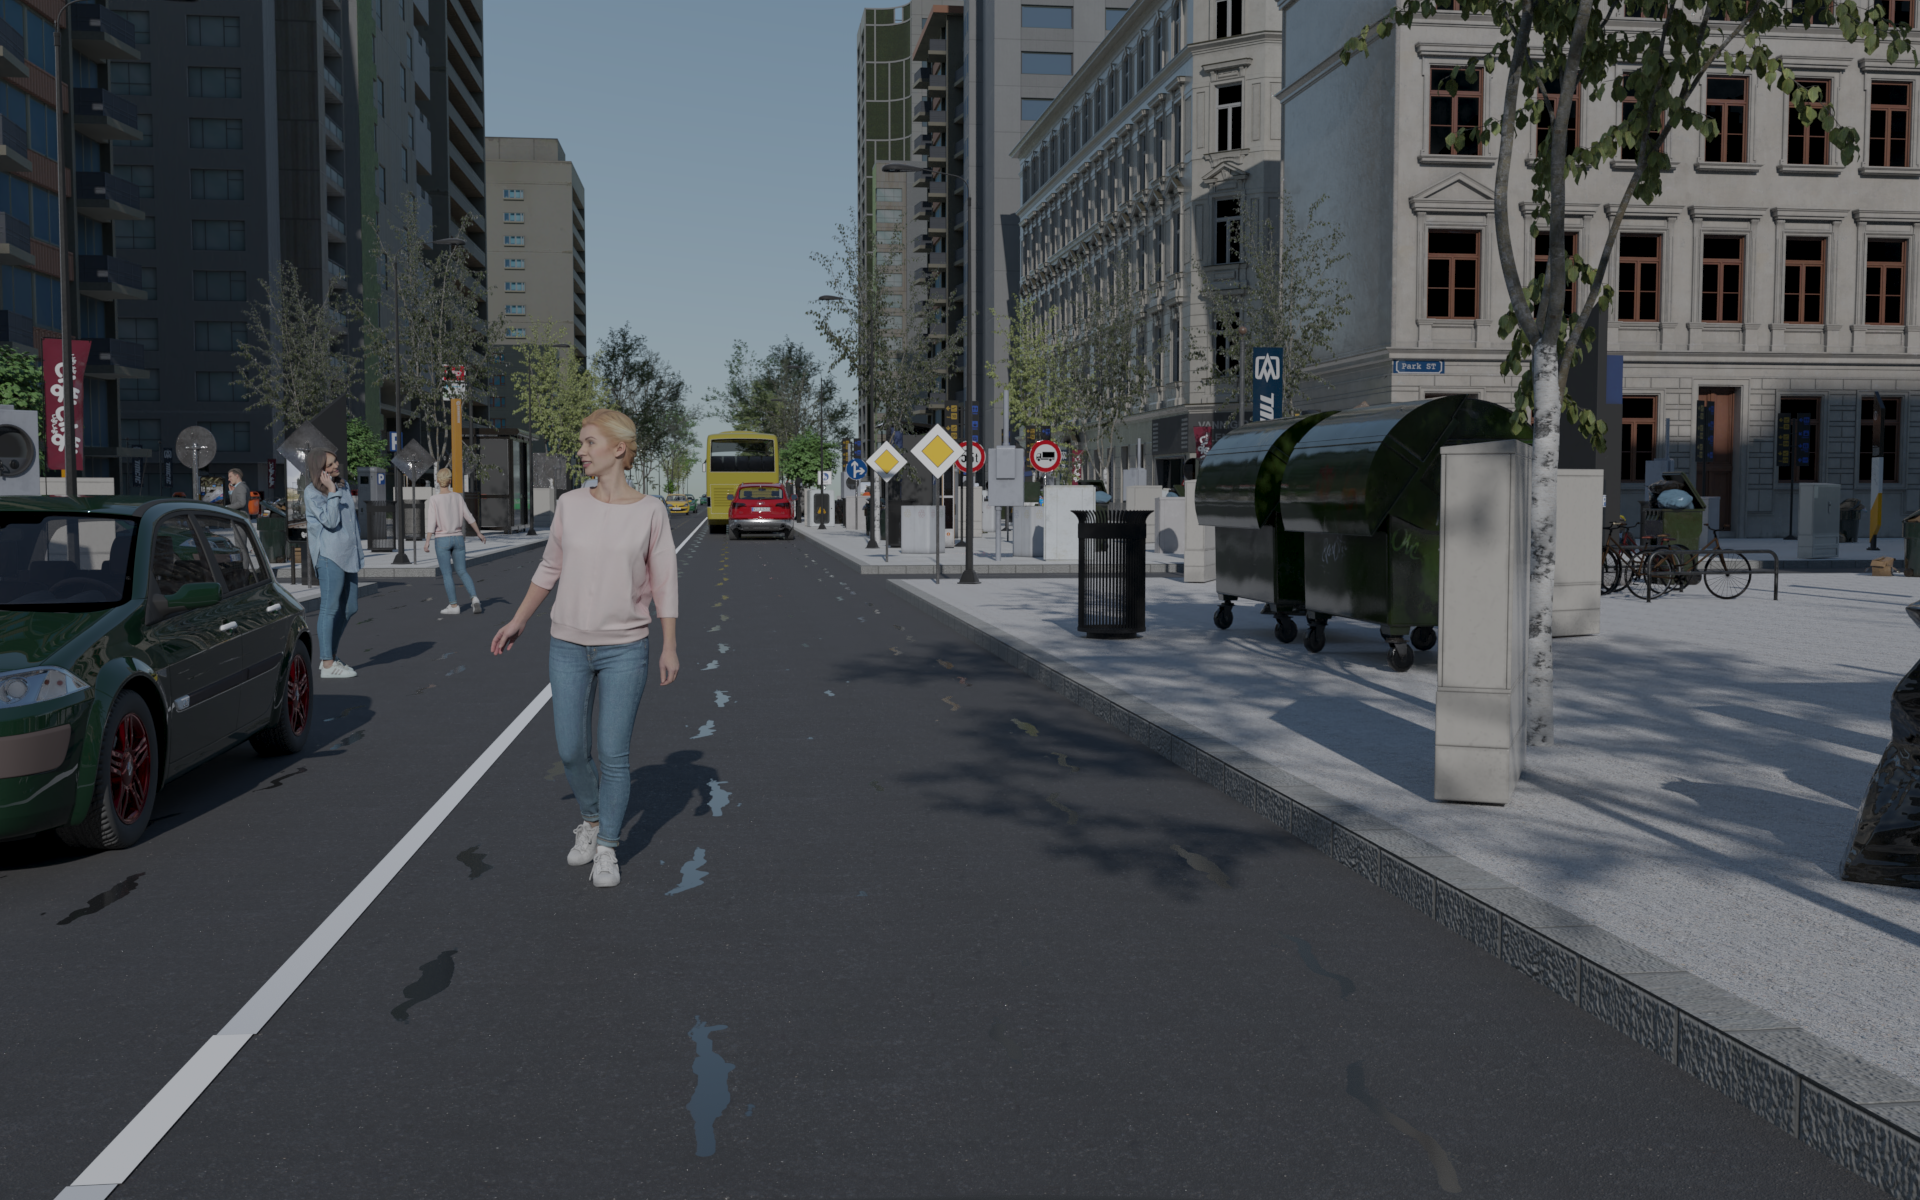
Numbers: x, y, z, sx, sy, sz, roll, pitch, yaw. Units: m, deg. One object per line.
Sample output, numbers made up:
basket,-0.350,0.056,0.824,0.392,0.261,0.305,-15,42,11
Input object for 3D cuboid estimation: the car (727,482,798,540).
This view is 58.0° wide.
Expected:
car,-6.327,-2.857,55.381,2.281,1.827,5.304,0,4,-6

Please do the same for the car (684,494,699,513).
car,-20.740,-7.255,130.422,2.131,1.459,4.920,0,4,-7

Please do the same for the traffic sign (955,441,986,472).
traffic sign,0.225,-2.523,41.353,0.768,2.556,0.104,0,4,-2

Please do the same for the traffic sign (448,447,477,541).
traffic sign,-13.468,-2.865,46.949,0.768,2.556,0.104,0,4,-7

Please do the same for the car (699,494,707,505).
car,-32.725,-13.010,224.518,2.131,1.459,4.920,0,4,-6

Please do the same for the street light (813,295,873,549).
street light,-2.604,-4.166,40.647,1.470,5.913,1.316,0,4,-8

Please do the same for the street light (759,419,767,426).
street light,-11.512,-8.221,106.952,1.470,5.913,1.316,0,4,-8

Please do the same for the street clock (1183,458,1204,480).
street clock,4.707,-1.836,34.596,0.471,2.002,0.358,3,5,43

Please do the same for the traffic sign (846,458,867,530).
traffic sign,-3.709,-3.791,62.087,0.768,2.556,0.104,0,4,-7

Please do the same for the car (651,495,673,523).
car,-12.497,-3.504,69.294,2.014,1.417,4.499,0,4,-8

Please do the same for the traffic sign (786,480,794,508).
traffic sign,-8.910,-5.662,92.579,0.884,2.594,0.081,0,4,-7

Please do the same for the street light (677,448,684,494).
street light,-28.749,-12.311,173.820,1.470,5.913,1.316,0,4,-8

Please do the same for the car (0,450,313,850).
car,-4.335,0.102,8.117,2.009,1.686,4.222,0,4,-7

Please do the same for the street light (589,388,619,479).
street light,-15.686,-6.337,76.152,1.470,5.913,1.316,0,4,-8

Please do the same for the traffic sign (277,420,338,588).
traffic sign,-8.841,-1.214,23.496,0.795,2.450,0.064,0,4,-8

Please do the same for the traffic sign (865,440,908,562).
traffic sign,-1.377,-1.767,32.525,0.795,2.450,0.064,0,4,-8

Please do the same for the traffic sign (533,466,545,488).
traffic sign,-19.400,-4.848,79.373,0.768,2.556,0.104,0,4,-2

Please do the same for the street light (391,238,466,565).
street light,-9.671,-3.609,31.540,1.470,5.913,1.316,0,4,-8

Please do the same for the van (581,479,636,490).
van,-9.219,-2.339,45.259,2.013,2.044,4.112,0,4,-8

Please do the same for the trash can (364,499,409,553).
trash can,-12.723,-1.616,38.082,0.748,1.137,0.748,0,3,0

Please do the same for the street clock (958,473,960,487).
street clock,-0.136,-3.362,59.538,0.358,2.002,0.471,-1,4,-15

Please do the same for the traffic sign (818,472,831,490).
traffic sign,-6.044,-4.609,77.480,0.606,2.300,0.079,0,4,-5

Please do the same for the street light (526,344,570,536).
street light,-12.725,-4.954,53.533,1.470,5.913,1.316,0,4,-8

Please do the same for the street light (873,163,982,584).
street light,-0.404,-3.181,24.544,1.470,5.913,1.316,0,4,-8

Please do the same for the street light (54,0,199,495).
street light,-7.659,-2.654,15.941,1.470,5.913,1.316,0,4,-8

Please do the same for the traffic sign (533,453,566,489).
traffic sign,-20.571,-5.604,85.499,2.265,3.308,0.079,0,3,0

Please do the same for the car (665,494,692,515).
car,-19.217,-6.555,117.394,2.015,1.641,3.980,-1,4,-9

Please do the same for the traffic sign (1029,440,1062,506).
traffic sign,1.998,-2.479,40.644,0.768,2.556,0.104,0,4,-7

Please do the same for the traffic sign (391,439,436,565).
traffic sign,-9.899,-1.698,31.411,0.795,2.450,0.064,0,4,-8

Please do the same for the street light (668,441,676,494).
street light,-25.819,-10.965,151.811,1.470,5.913,1.316,0,4,-8

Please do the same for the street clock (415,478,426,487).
street clock,-24.328,-4.500,78.147,0.471,2.002,0.358,-2,4,-26

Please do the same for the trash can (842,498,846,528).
trash can,-4.153,-3.317,65.878,0.748,1.137,0.748,0,3,0

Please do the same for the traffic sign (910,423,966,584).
traffic sign,-0.320,-1.282,24.610,0.795,2.450,0.064,0,4,-8

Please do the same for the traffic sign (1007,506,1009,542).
traffic sign,1.291,-2.727,46.716,0.606,2.300,0.079,0,4,-7

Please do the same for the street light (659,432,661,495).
street light,-22.809,-9.583,129.224,1.470,5.913,1.316,0,4,-8

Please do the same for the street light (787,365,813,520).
street light,-5.544,-5.512,62.655,1.470,5.913,1.316,0,4,-8

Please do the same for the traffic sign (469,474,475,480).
traffic sign,-17.890,-3.914,64.103,0.768,2.556,0.104,0,4,-1

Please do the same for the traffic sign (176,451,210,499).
traffic sign,-15.103,-2.086,34.210,0.768,2.556,0.104,0,4,1

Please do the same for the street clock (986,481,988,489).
street clock,1.647,-5.532,95.022,0.471,2.002,0.358,3,5,41

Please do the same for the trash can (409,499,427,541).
trash can,-14.947,-2.185,47.377,0.748,1.137,0.748,0,3,0

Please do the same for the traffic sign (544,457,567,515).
traffic sign,-13.854,-3.620,59.290,0.768,2.556,0.104,0,4,-7

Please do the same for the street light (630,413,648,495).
street light,-18.883,-7.771,99.598,1.470,5.913,1.316,0,4,-8

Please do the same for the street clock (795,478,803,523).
street clock,-7.121,-4.405,76.599,0.358,2.002,0.471,0,4,8

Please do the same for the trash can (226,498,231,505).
trash can,-27.730,-3.278,65.253,0.748,1.137,0.748,0,3,0

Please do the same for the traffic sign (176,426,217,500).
traffic sign,-14.279,-1.974,32.387,0.768,2.556,0.104,0,4,2

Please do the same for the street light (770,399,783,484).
street light,-8.549,-6.862,84.736,1.470,5.913,1.316,0,4,-8
